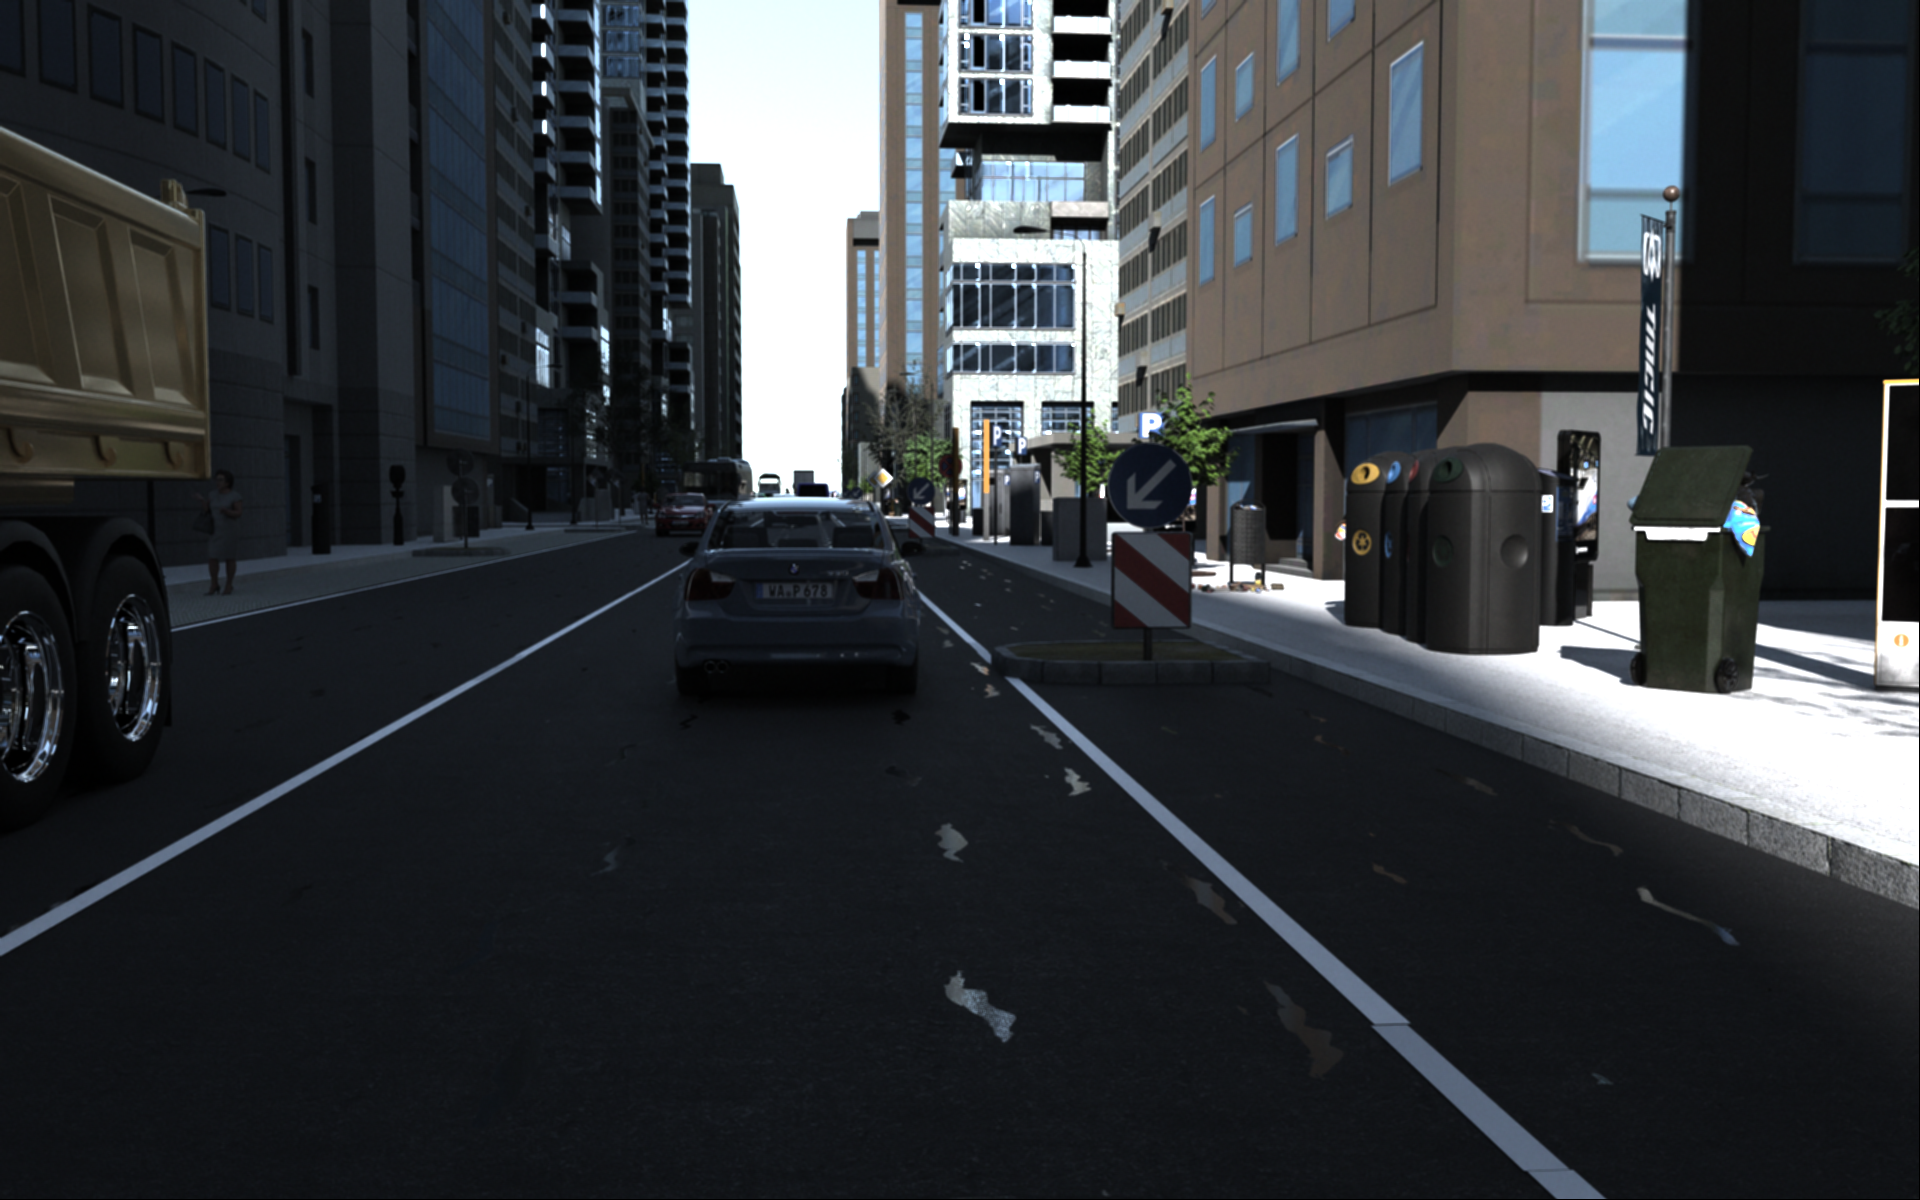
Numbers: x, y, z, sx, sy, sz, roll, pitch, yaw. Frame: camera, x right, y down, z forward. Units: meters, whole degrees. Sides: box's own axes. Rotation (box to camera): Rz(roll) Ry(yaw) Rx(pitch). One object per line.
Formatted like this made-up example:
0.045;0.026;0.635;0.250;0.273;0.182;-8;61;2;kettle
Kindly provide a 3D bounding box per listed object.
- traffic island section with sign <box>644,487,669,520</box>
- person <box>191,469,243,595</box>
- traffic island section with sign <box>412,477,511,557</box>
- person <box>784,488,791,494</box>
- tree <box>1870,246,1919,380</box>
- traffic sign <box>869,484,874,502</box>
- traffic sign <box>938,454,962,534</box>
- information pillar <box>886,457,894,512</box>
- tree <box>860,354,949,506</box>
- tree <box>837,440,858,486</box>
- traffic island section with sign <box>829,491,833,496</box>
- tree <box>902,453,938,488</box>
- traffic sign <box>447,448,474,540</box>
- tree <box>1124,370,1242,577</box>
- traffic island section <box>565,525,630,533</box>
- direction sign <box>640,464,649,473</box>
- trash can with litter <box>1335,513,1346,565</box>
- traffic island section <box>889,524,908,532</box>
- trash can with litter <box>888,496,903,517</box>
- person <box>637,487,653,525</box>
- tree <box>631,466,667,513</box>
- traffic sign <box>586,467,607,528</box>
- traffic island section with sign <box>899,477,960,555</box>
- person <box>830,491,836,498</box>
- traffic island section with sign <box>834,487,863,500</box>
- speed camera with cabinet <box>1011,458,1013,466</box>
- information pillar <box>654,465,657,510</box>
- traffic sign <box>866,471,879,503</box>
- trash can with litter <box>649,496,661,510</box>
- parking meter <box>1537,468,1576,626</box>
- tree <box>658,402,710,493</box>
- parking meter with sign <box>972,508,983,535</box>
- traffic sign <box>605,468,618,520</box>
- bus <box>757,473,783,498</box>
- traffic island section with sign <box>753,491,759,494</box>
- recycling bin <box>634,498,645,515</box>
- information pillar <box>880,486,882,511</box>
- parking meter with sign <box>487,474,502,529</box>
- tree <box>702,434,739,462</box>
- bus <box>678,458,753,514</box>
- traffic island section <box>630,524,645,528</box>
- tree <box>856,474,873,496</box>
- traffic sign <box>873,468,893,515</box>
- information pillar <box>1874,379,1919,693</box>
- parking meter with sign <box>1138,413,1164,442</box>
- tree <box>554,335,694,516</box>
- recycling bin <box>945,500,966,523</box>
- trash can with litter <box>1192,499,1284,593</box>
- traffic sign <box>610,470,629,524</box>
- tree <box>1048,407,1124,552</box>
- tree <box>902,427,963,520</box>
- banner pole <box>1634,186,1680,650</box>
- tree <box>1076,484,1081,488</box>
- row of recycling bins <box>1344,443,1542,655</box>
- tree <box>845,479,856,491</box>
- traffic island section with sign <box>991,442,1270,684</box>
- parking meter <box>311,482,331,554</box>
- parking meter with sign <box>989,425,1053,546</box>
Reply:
-16.385;-5.325;95.683;1.989;1.847;2.006;0;4;-5;traffic island section with sign
-10.493;-0.949;24.376;0.716;1.782;0.532;0;4;8;person
-11.566;-1.943;40.391;1.989;1.847;2.006;0;4;-5;traffic island section with sign
-10.239;-5.774;103.089;0.511;1.800;0.466;0;4;-1;person
10.802;-2.041;17.084;4.285;4.588;4.351;0;3;0;tree
-6.047;-7.421;121.444;0.768;2.556;0.104;0;4;-3;traffic sign
-0.308;-3.377;55.321;0.768;2.556;0.104;0;4;-2;traffic sign
-4.417;-7.231;109.576;0.504;3.616;0.183;1;4;14;information pillar
-2.667;-8.566;90.416;4.360;8.622;3.978;0;3;0;tree
-14.622;-17.233;232.129;4.737;8.622;4.395;0;3;0;tree
-8.213;-7.014;123.313;1.989;1.847;2.006;0;4;-5;traffic island section with sign
-1.789;-5.294;81.150;1.663;3.219;1.824;0;3;0;tree
-13.936;-2.949;48.326;0.768;2.556;0.104;0;4;-1;traffic sign
3.544;-1.990;27.138;1.663;3.219;1.824;0;3;0;tree
-13.730;-2.636;65.384;2.009;0.180;2.903;0;4;-5;traffic island section
-23.510;-8.389;129.161;0.876;3.537;0.379;2;4;32;direction sign
4.402;-0.465;18.993;0.624;1.170;1.055;1;4;9;trash can with litter
-2.929;-2.693;66.316;2.009;0.180;2.903;0;4;-5;traffic island section
-3.671;-5.282;97.749;0.624;1.170;1.055;-3;5;-42;trash can with litter
-14.586;-4.370;80.303;0.716;1.782;0.532;0;4;-1;person
-20.826;-7.473;116.785;1.663;3.219;1.824;0;3;0;tree
-13.708;-3.773;65.325;0.795;2.450;0.064;0;4;-5;traffic sign
-1.081;-2.004;41.392;1.989;1.847;2.006;0;4;-5;traffic island section with sign
-11.029;-8.739;152.326;0.756;1.711;0.436;3;5;40;person
-5.878;-5.372;96.458;1.989;1.847;2.006;0;4;-5;traffic island section with sign
2.166;-6.137;94.671;2.038;3.252;0.660;3;5;40;speed camera with cabinet
-24.685;-9.103;140.193;0.183;3.616;0.504;-1;4;-15;information pillar
-3.644;-4.315;74.192;0.795;2.450;0.064;0;4;-5;traffic sign
-24.843;-8.009;142.005;2.233;1.210;1.678;1;4;22;trash can with litter
5.809;-0.521;16.925;0.372;1.533;0.369;0;3;0;parking meter
-22.064;-11.362;136.137;4.737;8.622;4.395;0;3;0;tree
1.174;-3.494;53.387;1.738;3.016;0.543;2;4;34;parking meter with sign
-17.192;-5.235;85.700;0.768;2.556;0.104;0;4;-3;traffic sign
-22.425;-12.984;203.833;2.896;3.916;12.252;0;4;-7;bus
-32.600;-16.722;282.036;1.989;1.847;2.006;0;4;-5;traffic island section with sign
-20.024;-5.857;108.319;0.722;1.027;0.722;-1;4;-15;recycling bin
-5.365;-7.117;120.858;0.304;2.012;0.304;1;4;15;information pillar
-17.847;-4.198;64.891;1.738;3.016;0.543;3;4;36;parking meter with sign
-28.554;-15.761;208.057;4.360;8.622;3.978;0;3;0;tree
-12.110;-5.649;87.223;2.948;3.499;13.247;0;4;-3;bus
-14.423;-3.123;73.340;2.009;0.180;2.903;0;4;-5;traffic island section
-8.585;-10.325;163.415;1.663;3.219;1.824;0;3;0;tree
-2.952;-3.828;66.237;0.795;2.450;0.064;0;4;-5;traffic sign
6.156;-0.415;11.270;0.304;2.012;0.304;2;4;31;information pillar
4.156;-2.451;36.328;0.543;3.016;1.738;0;4;-4;parking meter with sign
-19.682;-10.199;101.174;8.767;10.594;7.601;0;4;-2;tree
-0.195;-3.938;76.932;0.722;1.027;0.722;1;4;23;recycling bin
3.450;-0.738;23.123;2.233;1.210;1.678;-1;4;-23;trash can with litter
-14.400;-4.259;73.280;0.795;2.450;0.064;0;4;-5;traffic sign
3.012;-2.683;38.467;1.663;3.219;1.824;0;3;0;tree
-1.371;-6.203;85.130;4.285;4.588;4.351;0;3;0;tree
5.625;-1.467;14.007;0.401;3.779;0.863;3;5;41;banner pole
7.420;-6.720;93.589;4.285;4.588;4.351;0;3;0;tree
4.278;-0.513;15.495;1.069;1.692;3.534;0;4;-1;row of recycling bins
-12.348;-12.545;199.719;1.663;3.219;1.824;0;3;0;tree
1.286;-0.330;14.029;1.989;1.847;2.006;0;4;-5;traffic island section with sign
-13.645;-1.747;36.969;0.372;1.533;0.369;0;3;0;parking meter
1.632;-2.882;43.377;1.738;3.016;0.543;2;4;28;parking meter with sign
